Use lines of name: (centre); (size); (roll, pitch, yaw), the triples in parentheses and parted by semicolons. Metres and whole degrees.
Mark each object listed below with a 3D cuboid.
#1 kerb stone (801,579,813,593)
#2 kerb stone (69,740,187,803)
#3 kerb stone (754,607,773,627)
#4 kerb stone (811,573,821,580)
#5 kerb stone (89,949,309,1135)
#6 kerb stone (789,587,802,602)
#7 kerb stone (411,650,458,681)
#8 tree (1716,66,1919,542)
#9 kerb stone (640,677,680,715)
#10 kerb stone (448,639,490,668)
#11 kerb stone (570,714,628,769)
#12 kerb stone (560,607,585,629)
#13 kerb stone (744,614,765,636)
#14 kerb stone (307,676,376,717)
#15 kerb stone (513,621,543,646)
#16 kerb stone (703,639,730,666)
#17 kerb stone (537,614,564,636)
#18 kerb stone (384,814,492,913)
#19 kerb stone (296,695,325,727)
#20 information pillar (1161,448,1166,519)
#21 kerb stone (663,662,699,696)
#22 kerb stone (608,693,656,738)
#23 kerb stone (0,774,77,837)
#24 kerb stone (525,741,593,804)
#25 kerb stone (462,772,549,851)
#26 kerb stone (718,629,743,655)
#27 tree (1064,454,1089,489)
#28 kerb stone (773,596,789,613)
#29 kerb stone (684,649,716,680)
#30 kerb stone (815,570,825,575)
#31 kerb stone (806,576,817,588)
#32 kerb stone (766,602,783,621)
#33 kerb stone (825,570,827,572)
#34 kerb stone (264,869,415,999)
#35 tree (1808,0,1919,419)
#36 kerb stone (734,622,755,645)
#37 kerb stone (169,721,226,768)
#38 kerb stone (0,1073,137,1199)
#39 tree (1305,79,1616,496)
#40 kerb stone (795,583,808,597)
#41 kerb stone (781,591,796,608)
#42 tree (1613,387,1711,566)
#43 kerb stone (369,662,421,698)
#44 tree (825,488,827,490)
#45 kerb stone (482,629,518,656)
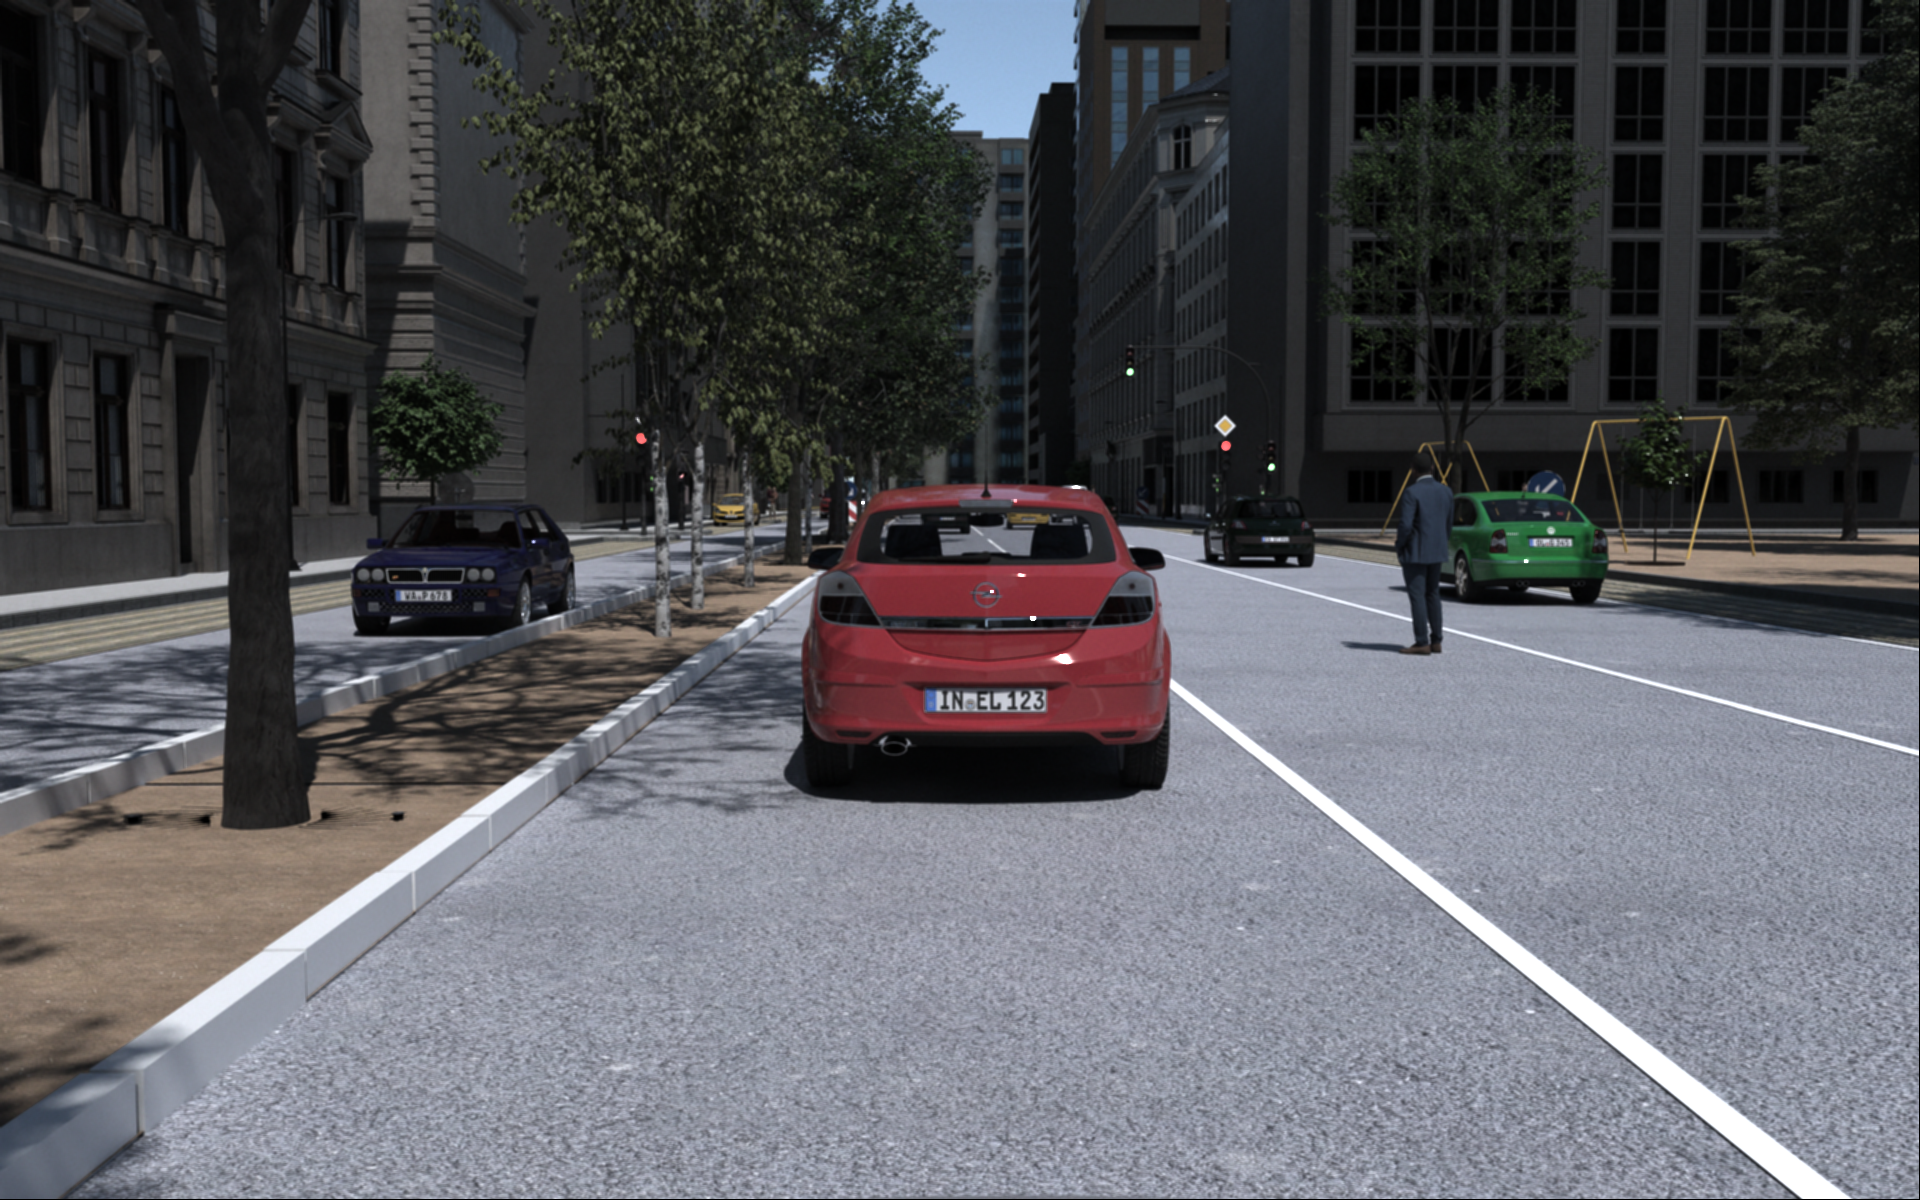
kerb stone: (-2.245, -0.163, 24.853); (0.120, 0.150, 1.000); (0, 4, -1)
kerb stone: (-4.067, 0.840, 8.459); (0.120, 0.150, 1.000); (0, 4, -1)
kerb stone: (-2.149, 0.214, 18.700); (0.120, 0.150, 1.000); (0, 4, -1)
kerb stone: (-2.288, -0.284, 26.904); (0.120, 0.150, 1.000); (0, 4, -1)
kerb stone: (-1.889, 1.091, 4.363); (0.120, 0.150, 1.000); (0, 4, -1)
kerb stone: (-2.215, -0.037, 22.803); (0.120, 0.150, 1.000); (0, 4, -1)
kerb stone: (-4.155, 0.528, 13.573); (0.120, 0.150, 1.000); (0, 4, -1)
tree: (24.521, -7.850, 46.473); (7.486, 12.596, 7.792); (0, 3, 0)
kerb stone: (-2.018, 0.657, 11.535); (0.120, 0.150, 1.000); (0, 4, -1)
kerb stone: (-4.172, 0.465, 14.599); (0.120, 0.150, 1.000); (0, 4, -1)
kerb stone: (-1.978, 0.778, 9.483); (0.120, 0.150, 1.000); (0, 4, -1)
kerb stone: (-4.239, 0.215, 18.695); (0.120, 0.150, 1.000); (0, 4, -1)
kerb stone: (-2.123, 0.277, 17.676); (0.120, 0.150, 1.000); (0, 4, -1)
kerb stone: (-4.125, 0.653, 11.527); (0.120, 0.150, 1.000); (0, 4, -1)
kerb stone: (-4.208, 0.339, 16.645); (0.120, 0.150, 1.000); (0, 4, -1)
kerb stone: (-2.081, 0.468, 14.601); (0.120, 0.150, 1.000); (0, 4, -1)
kerb stone: (-4.229, 0.277, 17.667); (0.120, 0.150, 1.000); (0, 4, -1)
kerb stone: (-1.928, 0.970, 6.410); (0.120, 0.150, 1.000); (0, 4, -1)
kerb stone: (-4.103, 0.722, 10.503); (0.120, 0.150, 1.000); (0, 4, -1)
information pillar: (10.352, -5.904, 87.883); (0.183, 3.616, 0.504); (0, 4, 0)
kerb stone: (-2.038, 0.594, 12.557); (0.120, 0.150, 1.000); (0, 4, -1)
kerb stone: (-2.003, 0.715, 10.513); (0.120, 0.150, 1.000); (0, 4, -1)
kerb stone: (-4.049, 0.903, 7.435); (0.120, 0.150, 1.000); (0, 4, -1)
kerb stone: (-1.967, 0.846, 8.462); (0.120, 0.150, 1.000); (0, 4, -1)
kerb stone: (-1.946, 0.903, 7.431); (0.120, 0.150, 1.000); (0, 4, -1)
kerb stone: (-2.095, 0.402, 15.624); (0.120, 0.150, 1.000); (0, 4, -1)
tree: (10.187, -9.681, 141.994); (4.285, 4.588, 4.351); (0, 3, 0)
kerb stone: (-2.178, 0.088, 20.753); (0.120, 0.150, 1.000); (0, 4, -1)
kerb stone: (-2.058, 0.527, 13.579); (0.120, 0.150, 1.000); (0, 4, -1)
kerb stone: (-2.302, -0.350, 27.926); (0.120, 0.150, 1.000); (0, 4, -1)
kerb stone: (-2.267, -0.224, 25.882); (0.120, 0.150, 1.000); (0, 4, -1)
kerb stone: (-2.152, 0.154, 19.725); (0.120, 0.150, 1.000); (0, 4, -1)
kerb stone: (-2.318, -0.413, 28.947); (0.120, 0.150, 1.000); (0, 4, -1)
kerb stone: (-1.912, 1.028, 5.385); (0.120, 0.150, 1.000); (0, 4, -1)
tree: (22.503, -7.847, 34.961); (9.857, 13.997, 8.962); (0, 3, 0)
kerb stone: (-2.105, 0.343, 16.646); (0.120, 0.150, 1.000); (0, 4, -1)
kerb stone: (-4.086, 0.780, 9.481); (0.120, 0.150, 1.000); (0, 4, -1)
kerb stone: (-1.878, 1.153, 3.341); (0.120, 0.150, 1.000); (0, 4, -1)
tree: (12.852, -7.283, 44.829); (9.928, 11.665, 9.643); (0, 3, 0)
kerb stone: (-2.228, -0.100, 23.829); (0.120, 0.150, 1.000); (0, 4, -1)
kerb stone: (-2.196, 0.026, 21.775); (0.120, 0.150, 1.000); (0, 4, -1)
tree: (12.753, -2.249, 31.366); (1.663, 3.219, 1.824); (0, 3, 0)
kerb stone: (-4.135, 0.593, 12.549); (0.120, 0.150, 1.000); (0, 4, -1)
tree: (-14.944, -11.474, 182.194); (1.663, 3.219, 1.824); (0, 3, 0)
kerb stone: (-4.190, 0.402, 15.624); (0.120, 0.150, 1.000); (0, 4, -1)
